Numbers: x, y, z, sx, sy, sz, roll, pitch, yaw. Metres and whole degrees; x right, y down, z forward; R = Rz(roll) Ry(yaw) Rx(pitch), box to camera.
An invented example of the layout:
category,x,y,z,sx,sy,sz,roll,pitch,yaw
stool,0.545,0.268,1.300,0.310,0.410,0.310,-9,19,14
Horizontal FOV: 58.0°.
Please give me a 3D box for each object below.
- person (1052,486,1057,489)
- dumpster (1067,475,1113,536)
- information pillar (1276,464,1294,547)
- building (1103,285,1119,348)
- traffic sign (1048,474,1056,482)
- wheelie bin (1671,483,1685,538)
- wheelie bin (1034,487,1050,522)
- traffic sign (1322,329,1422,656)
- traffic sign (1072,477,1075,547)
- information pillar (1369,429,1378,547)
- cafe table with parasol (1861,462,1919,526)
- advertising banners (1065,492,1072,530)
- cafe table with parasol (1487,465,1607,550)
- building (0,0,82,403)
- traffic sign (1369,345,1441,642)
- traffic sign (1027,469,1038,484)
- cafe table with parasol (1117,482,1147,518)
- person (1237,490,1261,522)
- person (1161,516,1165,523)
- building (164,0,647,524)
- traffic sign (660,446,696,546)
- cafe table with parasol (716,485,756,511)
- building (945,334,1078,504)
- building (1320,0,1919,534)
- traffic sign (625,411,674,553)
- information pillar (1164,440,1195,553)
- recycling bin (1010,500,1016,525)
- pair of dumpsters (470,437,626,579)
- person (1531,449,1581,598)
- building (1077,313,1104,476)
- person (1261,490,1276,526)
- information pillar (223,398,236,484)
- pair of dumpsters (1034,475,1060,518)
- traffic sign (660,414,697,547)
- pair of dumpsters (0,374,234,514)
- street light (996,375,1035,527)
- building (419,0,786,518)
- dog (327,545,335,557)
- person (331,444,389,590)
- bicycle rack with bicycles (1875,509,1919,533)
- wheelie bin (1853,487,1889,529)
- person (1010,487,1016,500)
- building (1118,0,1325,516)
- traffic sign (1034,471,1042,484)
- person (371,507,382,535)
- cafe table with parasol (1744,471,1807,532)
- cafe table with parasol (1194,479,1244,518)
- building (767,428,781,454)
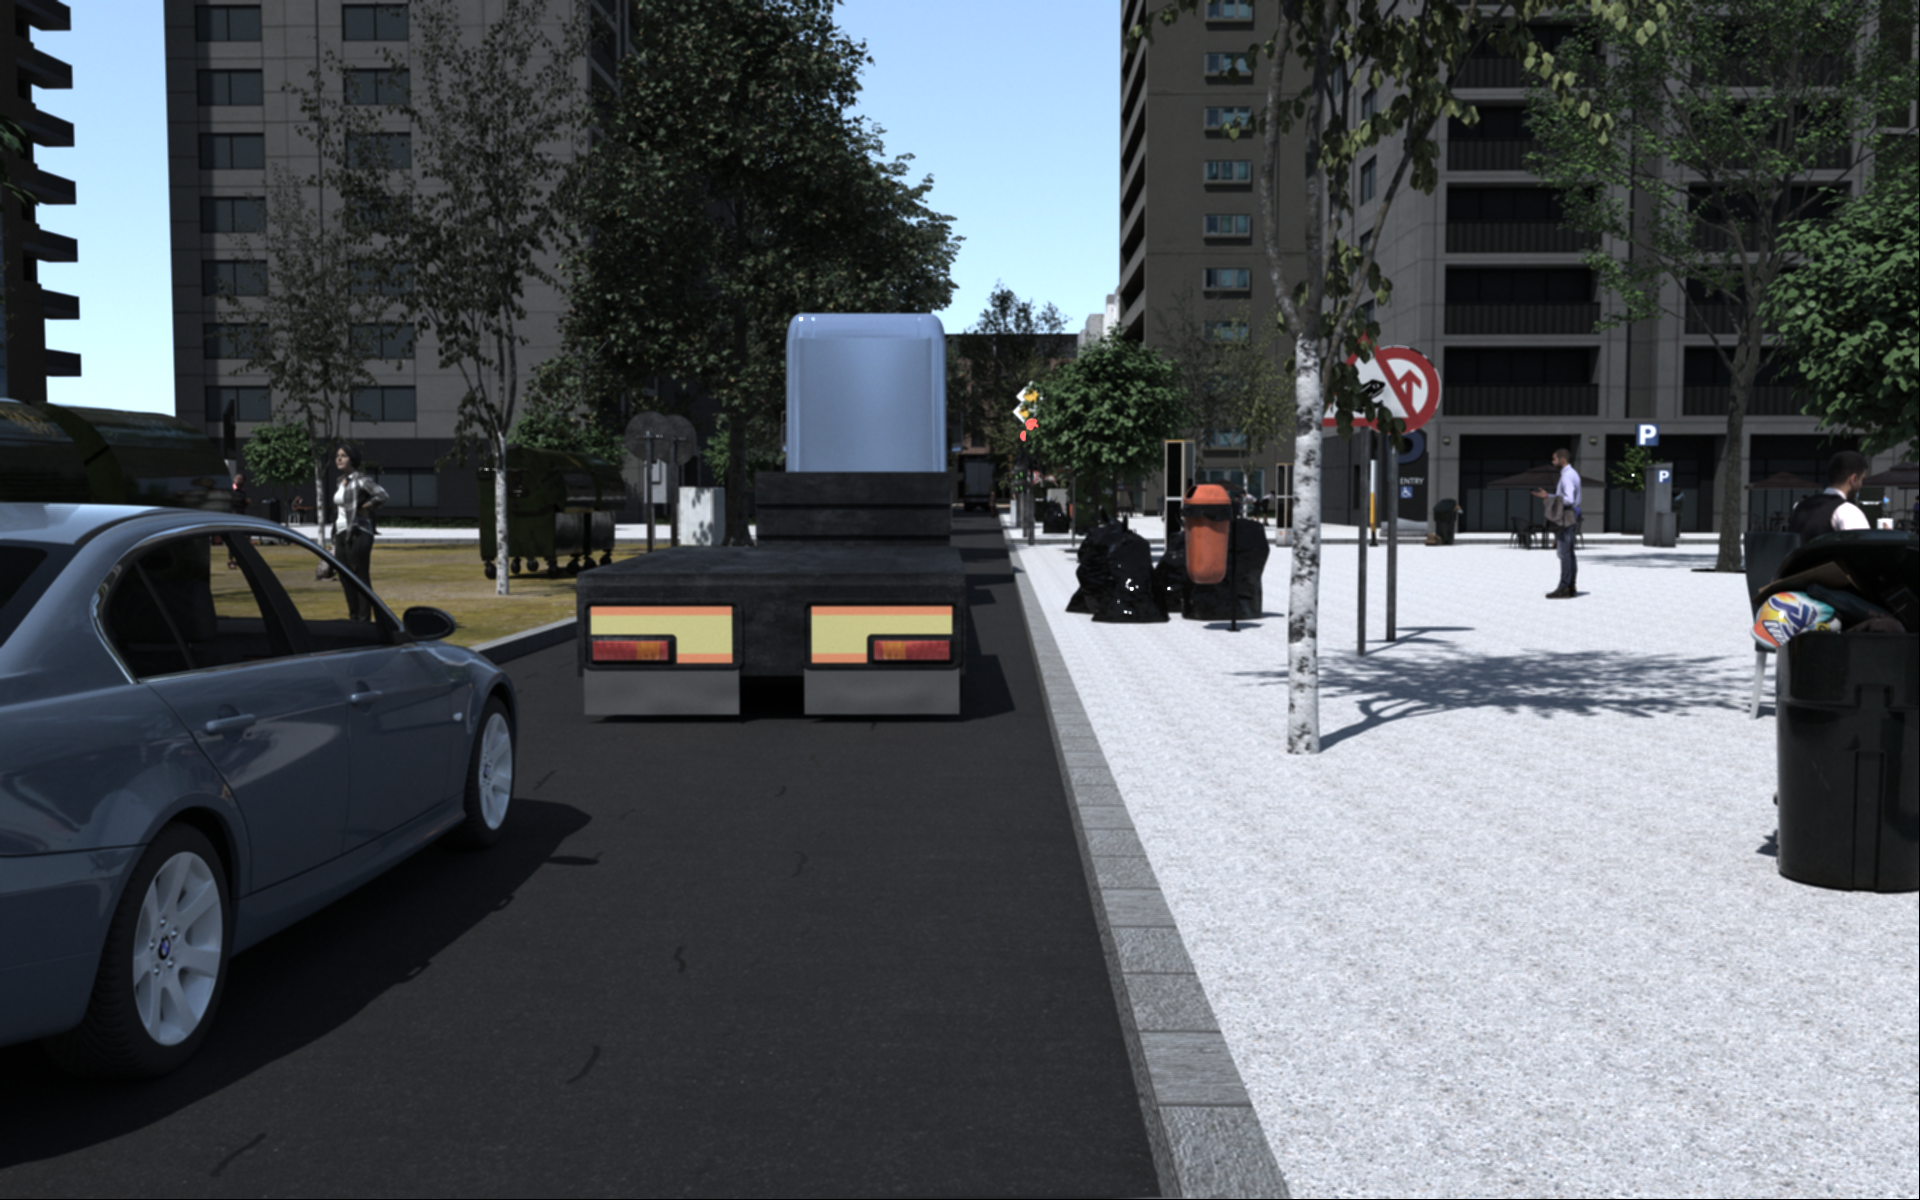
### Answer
category,x,y,z,sx,sy,sz,roll,pitch,yaw
person,4.636,-4.566,82.155,0.517,1.644,0.566,-2,4,-30
dumpster,4.101,-3.124,53.573,1.502,2.255,1.985,0,4,1
information pillar,7.880,-2.296,42.027,0.304,2.012,0.304,-3,5,-43
building,21.016,-18.355,156.516,16.016,20.091,11.380,0,4,1
traffic sign,5.764,-6.781,110.968,0.768,2.556,0.104,1,4,8
wheelie bin,20.574,-2.591,50.268,0.980,1.594,0.693,-1,4,-18
wheelie bin,3.829,-4.361,79.216,0.980,1.594,0.693,3,5,44
traffic sign,3.190,-0.837,13.692,0.884,2.594,0.081,0,4,4
traffic sign,2.758,-2.570,42.023,0.884,2.594,0.081,1,4,10
information pillar,10.116,-3.117,42.316,0.183,3.616,0.504,1,4,22
cafe table with parasol,20.013,-1.945,36.668,2.610,1.966,2.610,-1,4,-9
advertising banners,4.292,-4.100,63.220,0.090,3.025,2.074,2,4,27
cafe table with parasol,13.627,-2.166,40.274,2.610,1.966,2.610,1,4,22
building,-45.904,-25.588,68.473,14.200,45.320,14.600,0,4,1
traffic sign,3.744,-0.909,14.972,0.768,2.556,0.104,0,4,3
traffic sign,3.609,-5.390,88.226,0.768,2.556,0.104,0,4,6
cafe table with parasol,8.829,-5.454,94.043,2.610,1.966,2.610,1,4,12
person,10.438,-3.250,62.373,0.799,1.438,0.628,-3,4,-36
person,9.260,-4.226,77.344,0.471,1.553,0.569,2,4,35
building,-23.730,-39.458,83.391,20.563,71.187,20.611,0,4,1
traffic sign,-5.066,-1.876,30.781,0.768,2.556,0.104,0,4,3
cafe table with parasol,-11.744,-5.176,89.496,2.610,1.966,2.610,0,4,4
building,13.228,-23.681,231.157,32.646,21.610,27.936,0,4,1
building,25.848,-38.272,63.999,20.611,71.187,20.563,0,4,1
traffic sign,-4.756,-1.616,26.520,0.768,2.556,0.104,0,4,4
information pillar,3.005,-1.176,23.716,0.304,2.012,0.304,3,4,38
recycling bin,2.478,-3.681,72.737,0.722,1.027,0.722,0,4,2
pair of dumpsters,-6.597,-1.558,27.975,1.574,2.255,4.437,0,4,1
person,7.360,-0.950,21.450,0.599,1.838,0.709,2,4,25
building,21.191,-19.051,177.947,16.747,18.905,31.486,0,4,1
person,12.470,-3.710,69.886,0.628,1.438,0.799,1,4,19
information pillar,-17.728,-3.104,42.098,0.183,3.616,0.504,0,4,1
pair of dumpsters,4.508,-5.486,92.188,1.574,2.255,4.437,0,4,1
traffic sign,-4.592,-1.688,27.704,0.768,2.556,0.104,0,4,4
pair of dumpsters,-7.049,-0.630,12.796,1.574,2.255,4.437,0,4,1
street light,2.217,-5.804,67.437,1.470,5.913,1.316,0,4,1
building,-21.252,-41.202,111.906,20.563,71.187,20.611,0,4,1
dog,-9.349,-0.692,25.693,0.800,0.831,0.513,2,4,24
person,-5.579,-0.564,15.990,0.376,1.734,0.841,-3,4,-37
bicycle rack with bicycles,23.413,-1.724,41.574,2.852,0.926,2.925,2,4,26
wheelie bin,26.337,-2.580,50.087,0.980,1.594,0.693,2,4,34
person,2.791,-5.051,88.750,0.434,1.807,0.598,0,4,-7
building,21.426,-29.636,108.243,21.300,48.544,21.600,0,4,1
traffic sign,4.222,-5.848,95.725,0.768,2.556,0.104,0,4,8
person,-18.338,-2.914,54.136,0.568,1.767,0.683,0,4,8
cafe table with parasol,24.846,-2.904,52.349,2.610,1.966,2.610,-1,4,-17
cafe table with parasol,11.707,-4.430,77.298,2.610,1.966,2.610,-1,4,-15
building,-15.476,-20.186,186.457,11.380,20.091,16.016,0,4,1
